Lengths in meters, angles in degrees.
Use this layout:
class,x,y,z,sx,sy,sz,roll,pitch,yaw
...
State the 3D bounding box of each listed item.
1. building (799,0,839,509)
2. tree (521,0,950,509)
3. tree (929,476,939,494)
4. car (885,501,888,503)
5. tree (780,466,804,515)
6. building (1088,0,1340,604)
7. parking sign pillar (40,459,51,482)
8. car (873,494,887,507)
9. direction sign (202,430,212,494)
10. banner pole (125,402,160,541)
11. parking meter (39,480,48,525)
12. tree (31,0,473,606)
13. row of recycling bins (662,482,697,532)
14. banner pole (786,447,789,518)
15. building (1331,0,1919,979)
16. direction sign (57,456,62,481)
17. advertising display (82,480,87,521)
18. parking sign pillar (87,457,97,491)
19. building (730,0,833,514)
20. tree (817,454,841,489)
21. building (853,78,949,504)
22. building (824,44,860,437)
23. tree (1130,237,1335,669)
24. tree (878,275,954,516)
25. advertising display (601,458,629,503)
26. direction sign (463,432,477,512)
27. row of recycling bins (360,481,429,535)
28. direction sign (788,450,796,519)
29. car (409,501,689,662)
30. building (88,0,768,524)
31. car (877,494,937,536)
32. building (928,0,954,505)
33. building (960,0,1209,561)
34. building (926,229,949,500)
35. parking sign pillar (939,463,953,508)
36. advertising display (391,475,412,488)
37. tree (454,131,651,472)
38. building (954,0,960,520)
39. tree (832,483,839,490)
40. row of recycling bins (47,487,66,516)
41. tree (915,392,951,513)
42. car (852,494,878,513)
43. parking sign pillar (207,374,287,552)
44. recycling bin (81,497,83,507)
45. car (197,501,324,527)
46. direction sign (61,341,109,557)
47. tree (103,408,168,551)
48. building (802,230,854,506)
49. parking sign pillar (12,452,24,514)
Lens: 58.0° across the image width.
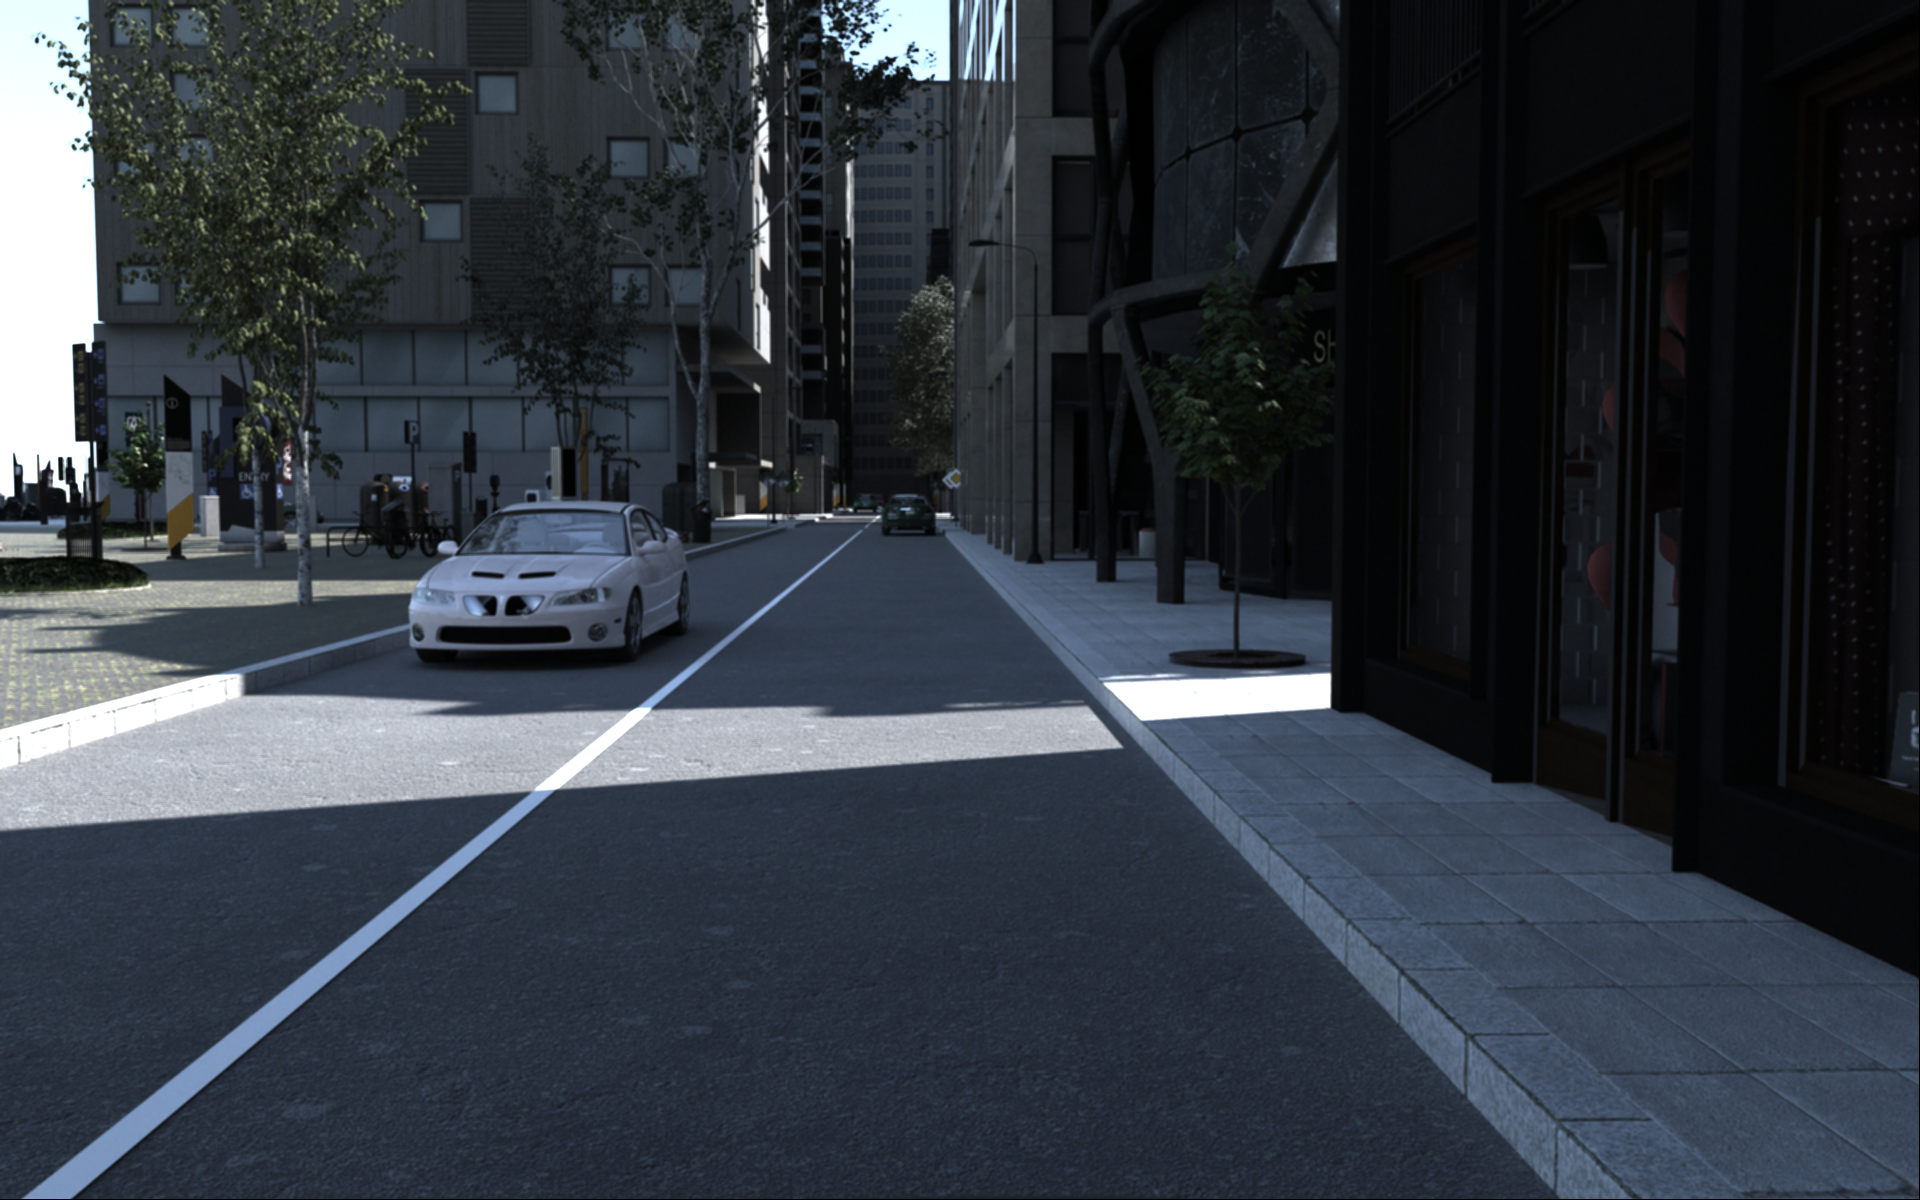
class,x,y,z,sx,sy,sz,roll,pitch,yaw
building,-22.584,-52.012,163.068,22.319,86.520,31.000,0,4,-2
tree,-6.660,-11.915,50.699,12.611,20.169,13.585,0,3,0
tree,-2.286,-9.796,154.759,1.663,3.219,1.824,0,3,0
car,-4.063,-6.302,115.620,1.945,1.354,3.894,0,4,-1
tree,-10.159,-6.742,104.826,1.663,3.219,1.824,0,3,0
building,10.128,-9.578,24.050,16.820,18.784,16.811,0,4,-2
parking sign pillar,-70.651,-8.895,133.911,1.447,3.967,1.447,-1,4,-12
car,-8.177,-9.713,167.847,2.155,1.783,4.494,0,4,-4
direction sign,-26.907,-4.280,61.980,0.379,3.537,0.876,-3,5,-45
banner pole,-22.113,-3.472,46.790,0.401,3.779,0.863,3,5,41
parking meter,-38.636,-4.117,73.024,0.255,1.863,0.399,-2,4,-23
tree,-7.781,-4.238,19.649,4.737,8.622,4.395,0,3,0
row of recycling bins,-9.575,-3.251,60.265,1.069,1.692,3.534,-2,4,-25
banner pole,-9.080,-6.188,91.187,0.401,3.779,0.863,0,4,-4
building,8.613,-10.538,1.976,12.332,23.373,15.834,0,4,-2
direction sign,-53.686,-6.850,103.987,0.876,3.537,0.379,0,4,-2
advertising display,-41.751,-4.736,82.645,0.123,1.923,0.974,-2,4,-24
parking sign pillar,-63.642,-8.486,127.216,1.447,3.967,1.447,-1,4,-12
building,-19.236,-41.557,117.703,20.563,71.187,20.611,0,4,-2
tree,-11.340,-9.449,138.207,4.285,4.588,4.351,0,3,0
building,-8.355,-42.881,243.104,28.212,58.520,21.231,0,4,-2
building,-26.235,-37.968,210.016,27.495,52.752,28.713,0,4,-2
tree,2.026,-1.140,13.241,1.663,3.219,1.824,0,3,0
tree,-0.177,-11.850,100.410,9.857,13.997,8.962,0,3,0
advertising display,-6.199,-1.588,31.176,0.123,1.923,0.974,1,4,12
direction sign,-17.885,-4.359,63.261,0.379,3.537,0.876,1,4,14
row of recycling bins,-17.797,-2.992,56.035,1.069,1.692,3.534,3,4,37
direction sign,-8.694,-5.966,89.543,0.379,3.537,0.876,-1,4,-16
car,-3.709,-0.241,16.305,2.083,1.381,4.827,0,4,0
building,-23.828,-30.390,86.116,28.713,52.752,27.495,0,4,-2
car,-1.834,-3.013,61.062,2.131,1.459,4.920,0,4,-4
building,7.176,-44.862,171.749,20.563,71.187,20.611,0,4,-2
building,10.107,-14.986,49.543,19.350,26.468,34.151,0,4,-2
building,3.772,-25.598,190.222,14.160,30.474,14.107,0,4,-2
parking sign pillar,-1.063,-8.662,130.103,1.447,3.967,1.447,-2,4,-34
advertising display,-18.940,-3.287,58.960,0.974,1.923,0.123,2,4,26
tree,-8.077,-5.198,35.356,4.360,8.622,3.978,0,3,0
building,14.038,-33.046,82.307,28.212,58.520,21.231,0,4,-2
tree,-11.270,-9.253,145.882,1.663,3.219,1.824,0,3,0
row of recycling bins,-53.109,-5.781,101.638,1.069,1.692,3.534,-1,4,-20
tree,-1.134,-10.375,119.997,4.360,8.622,3.978,0,3,0
car,-7.417,-7.734,135.240,1.959,1.807,4.718,0,4,-3
parking sign pillar,-15.869,-3.074,38.739,1.447,3.967,1.447,0,4,2
recycling bin,-67.531,-7.434,134.094,0.722,1.027,0.722,0,3,0
car,-28.544,-3.608,70.794,4.920,1.459,2.131,0,4,-3
direction sign,-12.990,-2.075,25.925,0.876,3.537,0.379,2,4,34
tree,-18.582,-2.734,39.302,1.663,3.219,1.824,0,3,0
building,-18.835,-25.426,187.417,14.160,30.474,14.107,0,4,-2
parking sign pillar,-60.654,-7.530,111.580,1.447,3.967,1.447,-1,4,-21
